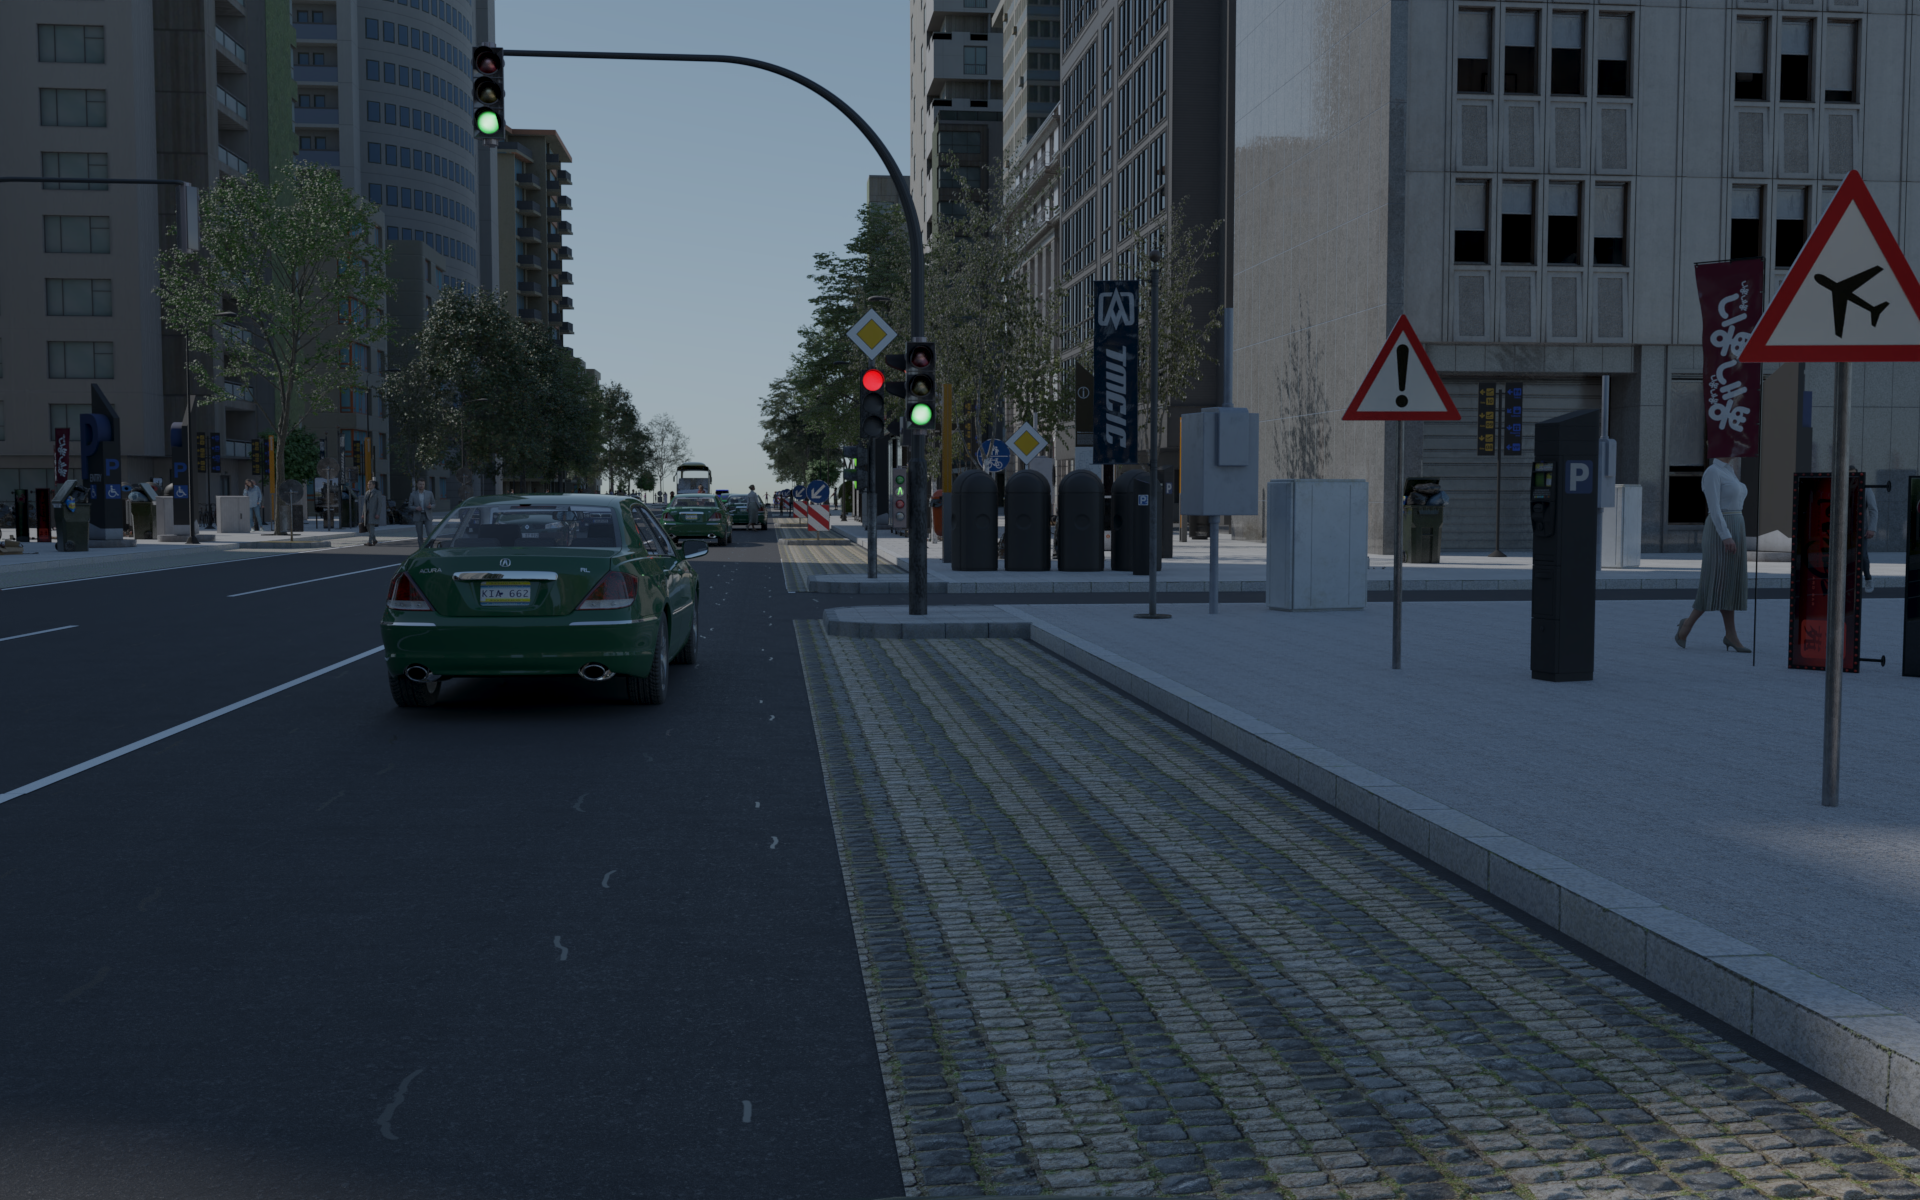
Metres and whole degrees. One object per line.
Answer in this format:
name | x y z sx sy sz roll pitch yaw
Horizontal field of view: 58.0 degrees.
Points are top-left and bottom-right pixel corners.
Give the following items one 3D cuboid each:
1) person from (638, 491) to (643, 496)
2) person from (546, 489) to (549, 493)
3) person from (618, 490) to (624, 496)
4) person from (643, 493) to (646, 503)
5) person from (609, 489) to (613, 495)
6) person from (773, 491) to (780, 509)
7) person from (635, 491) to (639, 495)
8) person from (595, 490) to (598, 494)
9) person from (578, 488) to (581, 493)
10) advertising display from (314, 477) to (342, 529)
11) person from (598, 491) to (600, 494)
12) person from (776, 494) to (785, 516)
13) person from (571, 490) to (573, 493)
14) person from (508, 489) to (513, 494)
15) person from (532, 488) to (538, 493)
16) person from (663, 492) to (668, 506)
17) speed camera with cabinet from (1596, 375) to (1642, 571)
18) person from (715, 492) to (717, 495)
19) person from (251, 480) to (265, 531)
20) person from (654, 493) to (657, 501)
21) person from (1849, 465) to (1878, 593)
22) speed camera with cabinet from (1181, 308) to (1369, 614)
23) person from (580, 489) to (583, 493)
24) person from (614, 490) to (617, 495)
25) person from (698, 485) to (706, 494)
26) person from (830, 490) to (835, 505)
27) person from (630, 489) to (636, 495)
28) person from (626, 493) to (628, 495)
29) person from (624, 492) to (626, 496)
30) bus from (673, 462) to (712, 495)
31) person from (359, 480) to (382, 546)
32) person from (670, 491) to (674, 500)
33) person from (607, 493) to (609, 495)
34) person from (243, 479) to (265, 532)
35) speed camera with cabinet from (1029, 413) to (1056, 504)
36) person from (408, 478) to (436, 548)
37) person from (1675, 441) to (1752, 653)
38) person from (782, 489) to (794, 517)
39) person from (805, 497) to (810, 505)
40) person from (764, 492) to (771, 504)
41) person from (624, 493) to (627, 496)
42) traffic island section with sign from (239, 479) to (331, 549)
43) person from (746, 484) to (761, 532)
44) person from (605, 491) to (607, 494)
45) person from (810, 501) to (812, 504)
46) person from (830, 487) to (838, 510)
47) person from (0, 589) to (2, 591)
person | -45.583 -14.668 245.850 1.348 1.826 0.705 -3 5 -39
person | -36.713 -9.001 154.131 0.530 1.710 0.541 -1 4 -14
person | -29.142 -8.561 148.488 0.705 1.823 1.348 2 4 34
person | -46.027 -14.888 252.689 0.599 1.433 0.991 -3 4 -37
person | -28.735 -8.168 141.916 0.599 1.838 0.709 -2 4 -32
person | -17.174 -9.327 161.802 0.445 1.727 0.742 2 4 29
person | -42.212 -13.406 225.946 1.217 1.735 0.721 -1 4 -21
person | -39.792 -11.136 188.831 0.721 1.743 1.217 -2 4 -35
person | -32.405 -8.671 147.775 0.705 1.831 1.348 -1 4 -12
advertising display | -23.423 -3.609 64.214 0.974 1.923 0.123 -1 4 -12
person | -49.666 -14.206 239.035 0.721 1.743 1.217 -2 4 -26
person | -11.831 -6.281 114.455 0.557 1.426 1.065 -3 4 -36
person | -42.663 -11.284 191.051 1.217 1.766 0.721 3 5 44
person | -40.422 -9.136 156.216 0.445 1.727 0.742 2 4 31
person | -33.752 -8.003 137.608 1.217 1.735 0.721 -1 4 -19
person | -34.577 -11.870 203.247 0.551 1.740 0.621 0 4 -6
speed camera with cabinet | 11.065 -2.159 29.640 0.660 3.252 2.038 3 5 39
person | -29.312 -12.126 207.475 0.721 1.735 1.217 -2 4 -30
person | -24.505 -3.280 60.071 0.661 1.777 0.834 0 4 0
person | -42.095 -14.102 239.835 0.991 1.433 0.599 2 4 31
person | 12.839 -1.012 24.886 0.795 1.843 0.661 -3 5 -44
speed camera with cabinet | 3.446 -1.504 18.930 2.038 3.252 0.660 -1 4 -20
person | -31.280 -8.331 143.082 1.217 1.723 0.721 1 4 16
person | -39.729 -11.770 199.307 0.721 1.723 1.217 1 4 16
person | -11.725 -4.285 78.537 0.573 1.828 0.580 -3 4 -37
person | -14.998 -12.299 207.075 0.705 1.831 1.348 3 5 40
person | -25.472 -7.749 135.196 0.705 1.824 1.348 3 4 38
person | -44.001 -13.549 227.571 1.348 1.823 0.705 -3 4 -38
person | -42.253 -12.892 217.546 0.721 1.735 1.217 -1 4 -12
bus | -20.844 -8.836 136.009 2.896 3.916 12.252 0 4 -7
person | -16.246 -2.392 47.708 0.694 1.812 0.767 2 4 23
person | -26.117 -9.083 157.834 0.721 1.723 1.217 -3 4 -36
person | -42.449 -12.349 209.423 0.593 1.643 0.415 1 4 15
person | -24.144 -3.238 59.244 0.793 1.790 0.793 -3 5 -42
speed camera with cabinet | 1.904 -2.881 41.433 0.660 3.252 2.038 1 4 9
person | -12.261 -1.885 39.526 0.606 1.804 0.583 -1 4 -22
person | 6.169 -0.482 14.158 0.478 1.798 0.641 -2 4 -33
person | -10.667 -6.146 109.715 1.217 1.735 0.721 -1 4 -13
person | -12.379 -8.151 140.118 0.445 1.727 0.742 -1 4 -8
person | -25.227 -13.264 226.054 1.217 1.739 0.721 0 4 -7
person | -41.520 -12.607 215.356 0.799 1.438 0.628 -2 4 -32
traffic island section with sign | -17.951 -2.301 46.255 1.989 1.847 2.006 0 4 -6
person | -7.934 -3.503 65.994 0.641 1.798 0.478 -3 5 -42
person | -51.199 -14.927 250.892 1.217 1.735 0.721 -2 4 -30
person | -14.058 -9.355 162.183 0.799 1.438 0.628 -1 4 -17
person | -9.901 -8.060 137.826 0.705 1.824 1.348 2 4 29
person | -9.971 -0.202 17.308 0.738 1.151 1.012 0 4 -2
